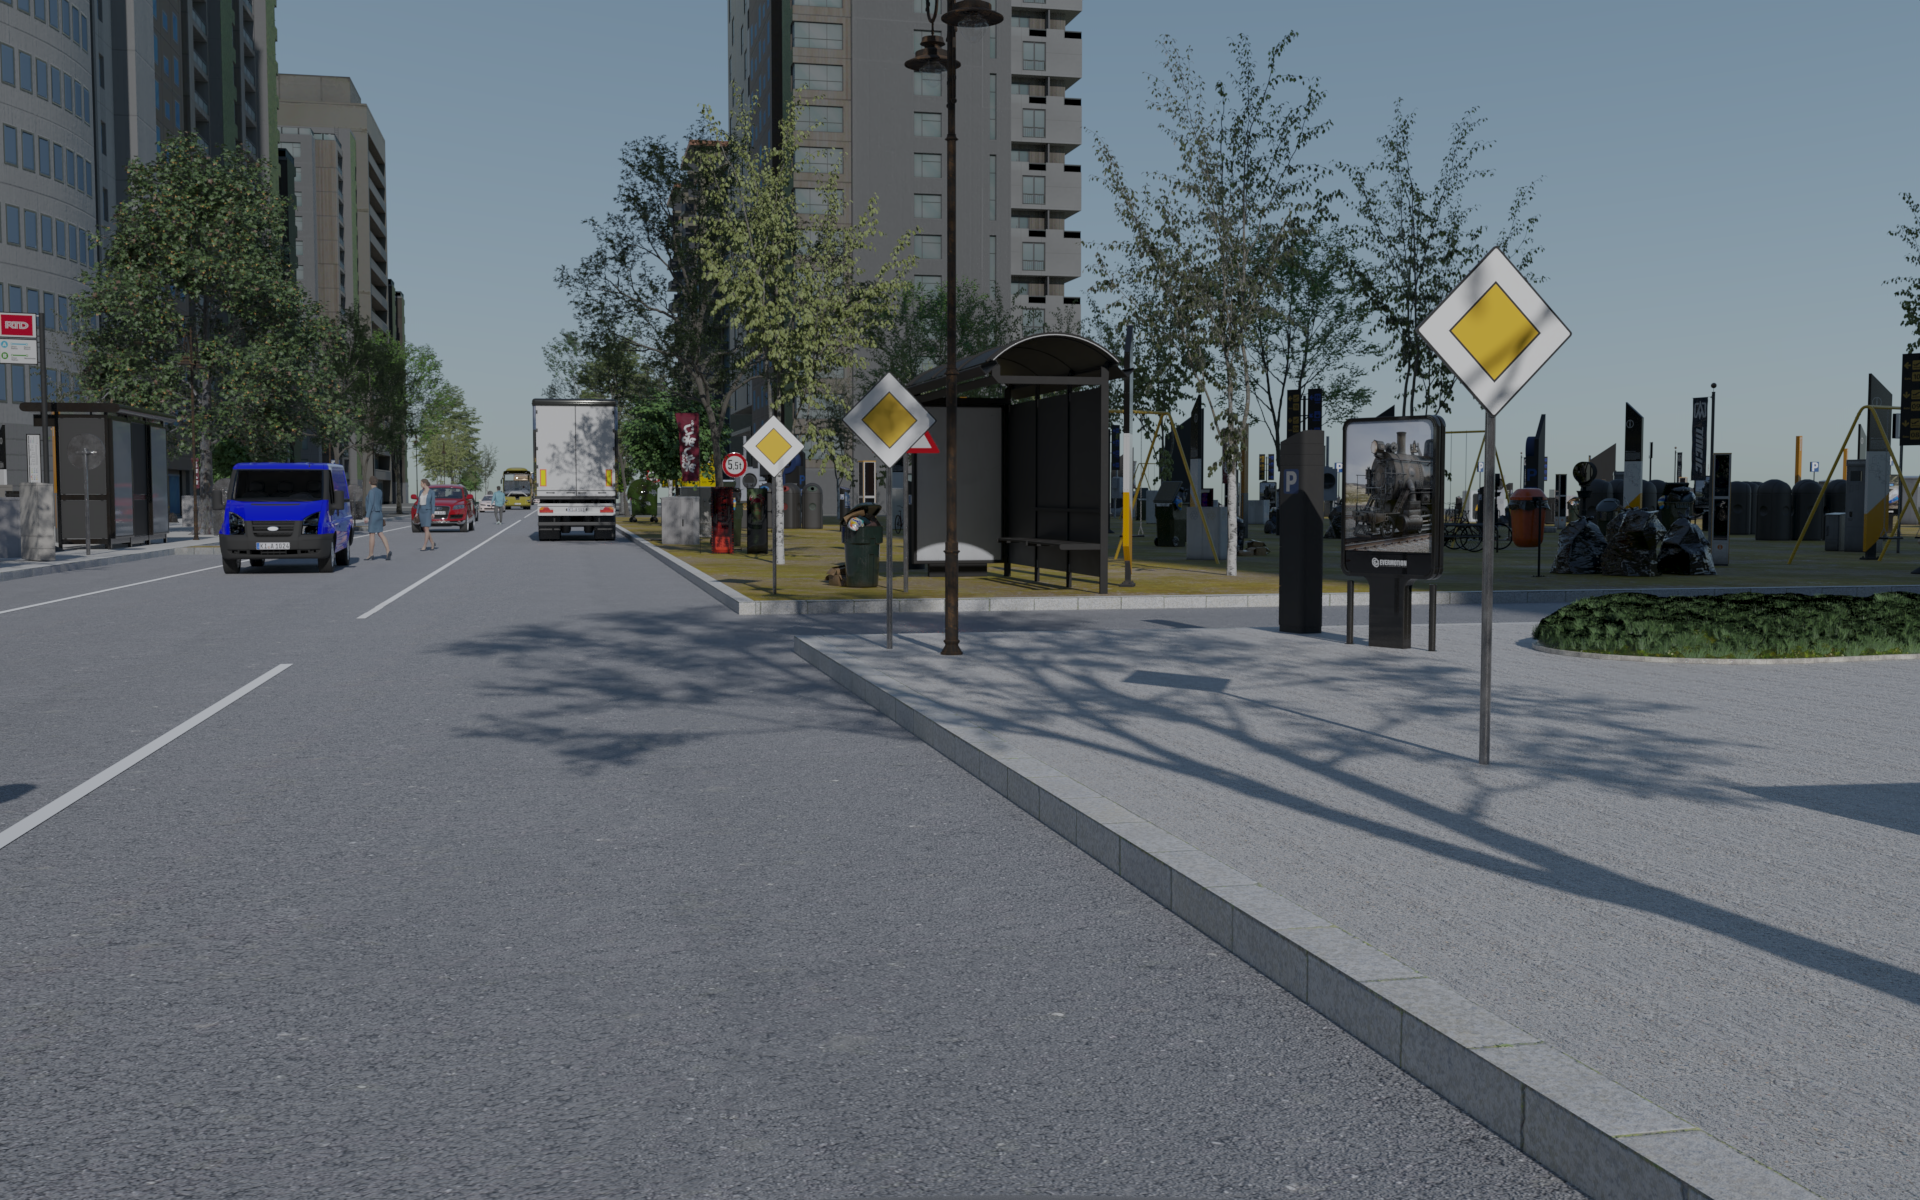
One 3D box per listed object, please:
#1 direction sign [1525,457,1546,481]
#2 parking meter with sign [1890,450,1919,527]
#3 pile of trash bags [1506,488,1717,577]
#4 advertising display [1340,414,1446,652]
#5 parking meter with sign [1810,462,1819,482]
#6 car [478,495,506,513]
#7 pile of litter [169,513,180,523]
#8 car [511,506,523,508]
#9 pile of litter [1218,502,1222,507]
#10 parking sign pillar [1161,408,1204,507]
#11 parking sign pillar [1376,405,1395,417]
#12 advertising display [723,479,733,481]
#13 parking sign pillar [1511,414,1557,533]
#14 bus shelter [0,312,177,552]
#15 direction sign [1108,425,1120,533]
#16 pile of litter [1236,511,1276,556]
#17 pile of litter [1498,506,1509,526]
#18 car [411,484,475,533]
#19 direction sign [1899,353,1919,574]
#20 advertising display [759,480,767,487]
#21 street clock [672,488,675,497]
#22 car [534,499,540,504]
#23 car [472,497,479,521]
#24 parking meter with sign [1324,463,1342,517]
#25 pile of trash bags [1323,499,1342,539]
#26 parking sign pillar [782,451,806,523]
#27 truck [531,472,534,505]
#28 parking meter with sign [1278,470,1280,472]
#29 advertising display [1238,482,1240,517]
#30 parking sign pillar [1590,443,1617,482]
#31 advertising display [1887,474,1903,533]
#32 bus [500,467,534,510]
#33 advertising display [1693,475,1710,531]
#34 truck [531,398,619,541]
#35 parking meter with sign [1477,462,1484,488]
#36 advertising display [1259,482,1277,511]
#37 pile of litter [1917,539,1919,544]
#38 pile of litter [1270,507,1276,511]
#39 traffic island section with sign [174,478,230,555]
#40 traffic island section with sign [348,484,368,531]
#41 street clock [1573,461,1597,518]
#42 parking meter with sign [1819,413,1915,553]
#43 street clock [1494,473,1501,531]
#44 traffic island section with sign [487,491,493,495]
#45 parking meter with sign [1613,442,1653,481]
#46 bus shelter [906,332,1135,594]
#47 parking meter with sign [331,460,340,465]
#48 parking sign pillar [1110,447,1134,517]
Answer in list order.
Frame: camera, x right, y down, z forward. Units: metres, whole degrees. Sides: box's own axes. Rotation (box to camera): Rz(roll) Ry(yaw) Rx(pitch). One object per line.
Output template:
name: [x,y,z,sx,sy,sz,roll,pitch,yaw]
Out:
direction sign: [30.070,-6.038,90.724,0.876,3.537,0.379,1,4,16]
parking meter with sign: [39.675,-4.647,72.239,1.738,3.016,0.543,3,5,44]
pile of trash bags: [10.177,-1.088,27.543,3.447,1.369,1.912,-1,4,-22]
advertising display: [3.593,-0.563,14.426,0.123,1.923,0.974,-3,4,-38]
parking meter with sign: [46.310,-5.893,92.615,0.543,3.016,1.738,-1,4,-19]
car: [-36.585,-7.533,135.528,2.083,1.381,4.827,-1,4,-12]
pile of litter: [-35.729,-3.879,77.383,1.719,0.858,1.176,-3,5,-41]
car: [-46.183,-10.389,179.639,2.009,1.686,4.222,-1,4,-11]
pile of litter: [14.273,-5.070,96.860,1.719,0.858,1.176,3,5,41]
parking sign pillar: [6.960,-4.023,54.251,1.447,3.967,1.447,-1,4,-20]
parking sign pillar: [12.438,-3.910,52.393,1.447,3.967,1.447,0,4,6]
advertising display: [-9.802,-4.233,74.425,0.974,1.923,0.123,-2,4,-24]
parking sign pillar: [19.210,-4.244,57.854,1.447,3.967,1.447,2,4,27]
bus shelter: [-20.680,-3.879,41.046,2.179,5.291,8.768,-1,4,-13]
direction sign: [4.867,-3.943,56.468,0.876,3.537,0.379,-3,4,-36]
pile of litter: [6.049,-1.379,36.512,1.176,0.858,1.719,3,5,44]
pile of litter: [22.157,-3.371,69.080,1.719,0.858,1.176,-1,4,-16]
car: [-19.704,-3.513,66.116,2.281,1.827,5.304,-1,4,-12]
direction sign: [15.477,-2.183,27.696,0.379,3.537,0.876,-3,4,-39]
advertising display: [-9.322,-4.653,81.293,0.974,1.923,0.123,3,5,40]
street clock: [-14.876,-5.190,89.430,0.471,2.002,0.358,-3,5,-39]
car: [-57.601,-13.565,234.142,2.083,1.381,4.827,-1,4,-13]
car: [-26.006,-4.908,90.026,2.009,1.686,4.222,-1,4,-12]
parking meter with sign: [20.710,-6.143,96.694,0.543,3.016,1.738,-1,4,-19]
pile of trash bags: [11.806,-2.399,48.973,1.912,1.369,3.447,-1,4,-20]
parking sign pillar: [-7.530,-5.470,77.899,1.447,3.967,1.447,3,5,42]
truck: [-56.401,-14.383,224.068,2.839,4.237,11.283,-1,4,-12]
parking meter with sign: [17.785,-5.921,93.075,0.543,3.016,1.738,3,5,44]
advertising display: [15.155,-5.523,95.521,0.123,1.923,0.974,3,4,37]
parking sign pillar: [34.083,-6.322,91.831,1.447,3.967,1.447,2,4,30]
advertising display: [30.199,-3.130,56.389,0.974,1.923,0.123,0,4,-8]
bus: [-41.295,-10.388,161.397,2.896,3.916,12.252,-1,4,-15]
advertising display: [25.881,-3.344,59.884,0.974,1.923,0.123,1,4,9]
truck: [-12.455,-4.125,56.357,2.839,4.237,11.283,-1,4,-12]
parking meter with sign: [28.766,-5.938,93.355,0.543,3.016,1.738,-3,5,-43]
advertising display: [16.203,-5.254,91.117,0.974,1.923,0.123,3,4,38]
pile of litter: [24.925,-1.829,43.876,1.176,0.858,1.719,2,4,24]
pile of litter: [10.491,-2.586,56.248,1.176,0.858,1.719,3,5,42]
traffic island section with sign: [-17.862,-2.048,42.114,1.989,1.847,2.006,-1,4,-13]
traffic island section with sign: [-23.886,-3.655,68.390,1.989,1.847,2.006,-1,4,-13]
street clock: [13.873,-2.075,38.496,0.471,2.002,0.358,3,5,44]
parking meter with sign: [19.986,-2.566,38.223,0.543,3.016,1.738,-2,4,-26]
street clock: [18.740,-3.424,60.552,0.358,2.002,0.471,1,4,21]
traffic island section with sign: [-53.568,-11.569,197.788,1.989,1.847,2.006,-1,4,-13]
parking meter with sign: [22.327,-3.792,58.266,1.738,3.016,0.543,1,4,18]
bus shelter: [0.596,-1.861,24.356,2.014,3.302,5.546,-1,4,-13]
parking meter with sign: [-32.392,-5.643,88.523,1.738,3.016,0.543,3,5,40]
parking sign pillar: [9.302,-6.784,99.383,1.447,3.967,1.447,0,4,3]
